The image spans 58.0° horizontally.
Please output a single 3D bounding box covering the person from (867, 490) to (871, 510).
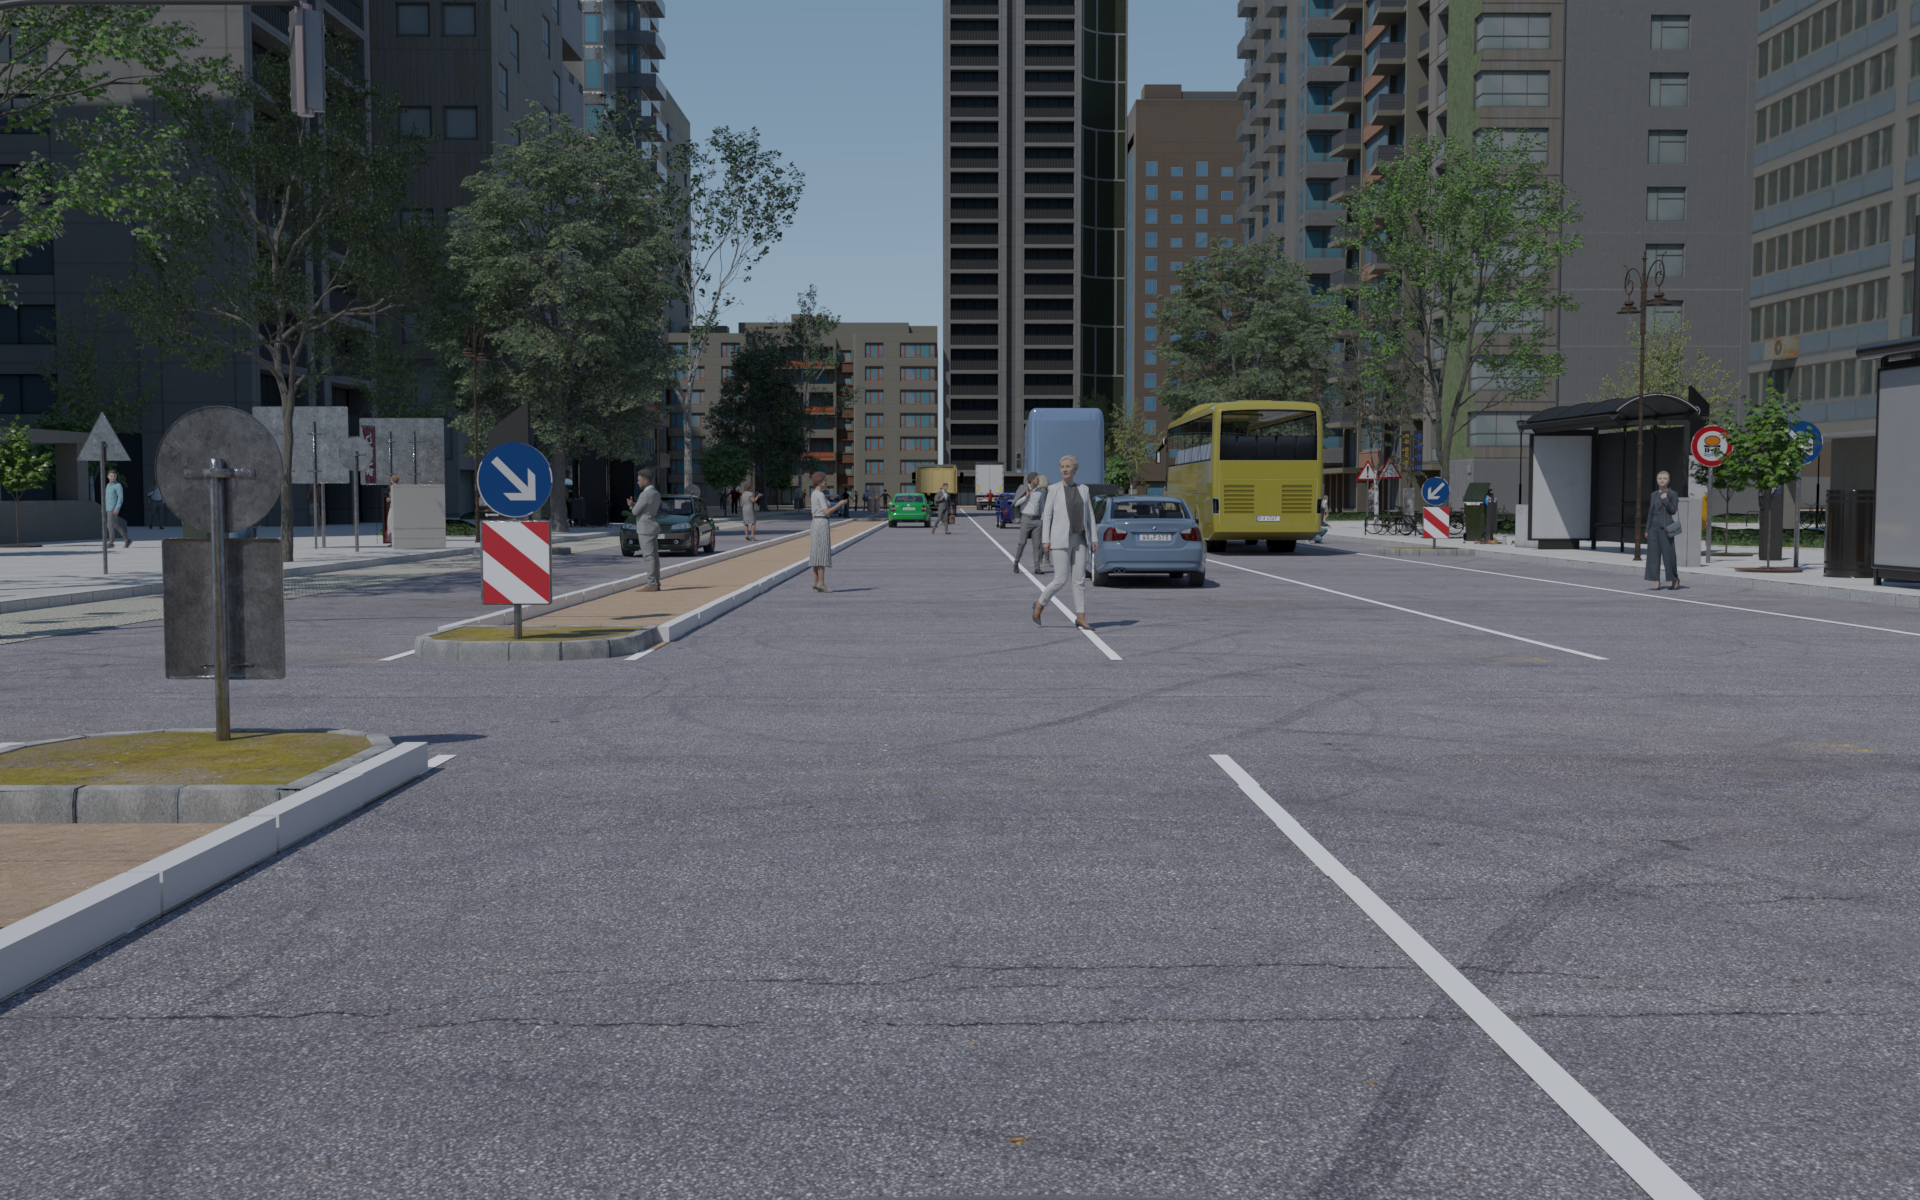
[{"bbox_3d":[-8.460,-9.290,160.400,0.705,1.823,1.348,-1,4,-18],"label":"person"}]

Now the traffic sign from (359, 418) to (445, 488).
[{"bbox_3d":[-14.930,-3.211,46.376,2.265,3.308,0.079,0,4,1],"label":"traffic sign"}]

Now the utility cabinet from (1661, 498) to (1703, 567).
[{"bbox_3d":[12.790,-1.203,30.829,0.306,1.237,1.020,-1,4,-9],"label":"utility cabinet"}]

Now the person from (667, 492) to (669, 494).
[{"bbox_3d":[-24.176,-8.265,144.371,0.628,1.438,0.799,0,4,-4],"label":"person"}]

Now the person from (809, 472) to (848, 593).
[{"bbox_3d":[-1.938,-0.985,25.172,0.524,1.755,0.480,-2,4,-25],"label":"person"}]

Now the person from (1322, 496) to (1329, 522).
[{"bbox_3d":[16.515,-4.133,78.640,0.382,1.210,0.505,-2,4,-25],"label":"person"}]

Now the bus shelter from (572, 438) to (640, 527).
[{"bbox_3d":[-14.334,-4.859,70.722,1.731,3.624,6.357,0,4,0],"label":"bus shelter"}]

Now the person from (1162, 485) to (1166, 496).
[{"bbox_3d":[12.537,-6.098,105.761,0.705,1.823,1.348,-1,4,-17],"label":"person"}]

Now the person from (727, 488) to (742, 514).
[{"bbox_3d":[-14.690,-6.535,112.851,1.348,1.831,0.705,1,4,10],"label":"person"}]

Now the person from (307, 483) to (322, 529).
[{"bbox_3d":[-23.751,-3.536,63.827,0.573,1.828,0.580,-2,4,-24],"label":"person"}]

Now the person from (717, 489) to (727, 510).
[{"bbox_3d":[-19.668,-8.318,142.845,0.445,1.727,0.742,3,5,40],"label":"person"}]

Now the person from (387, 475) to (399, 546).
[{"bbox_3d":[-13.972,-2.214,42.791,0.362,1.759,0.519,1,4,11],"label":"person"}]

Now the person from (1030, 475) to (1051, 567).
[{"bbox_3d":[1.533,-1.545,33.952,0.526,1.800,0.537,2,4,27],"label":"person"}]

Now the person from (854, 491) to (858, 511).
[{"bbox_3d":[-8.660,-8.353,145.871,0.445,1.727,0.742,-2,4,-35],"label":"person"}]

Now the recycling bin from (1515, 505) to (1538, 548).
[{"bbox_3d":[13.818,-1.770,41.499,0.722,1.027,0.722,-2,4,-30],"label":"recycling bin"}]

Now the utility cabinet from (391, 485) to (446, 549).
[{"bbox_3d":[-12.651,-1.944,40.456,1.173,1.500,0.318,-2,4,-28],"label":"utility cabinet"}]

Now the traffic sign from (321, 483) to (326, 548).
[{"bbox_3d":[-15.091,-2.502,41.016,0.768,2.556,0.104,0,4,2],"label":"traffic sign"}]

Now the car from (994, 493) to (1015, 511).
[{"bbox_3d":[3.287,-6.692,119.008,1.945,1.707,3.694,0,4,1],"label":"car"}]

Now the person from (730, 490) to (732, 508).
[{"bbox_3d":[-21.567,-9.645,164.554,0.721,1.723,1.217,0,4,0],"label":"person"}]

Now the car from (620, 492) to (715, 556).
[{"bbox_3d":[-6.888,-1.909,41.006,2.009,1.686,4.222,0,4,1],"label":"car"}]

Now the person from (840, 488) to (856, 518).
[{"bbox_3d":[-6.765,-5.809,103.491,1.348,1.822,0.705,3,5,44],"label":"person"}]

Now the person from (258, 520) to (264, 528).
[{"bbox_3d":[-26.420,-3.552,64.870,0.466,1.731,0.760,1,4,23],"label":"person"}]

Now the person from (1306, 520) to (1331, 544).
[{"bbox_3d":[10.415,-2.212,50.166,0.738,1.151,1.012,3,5,40],"label":"person"}]

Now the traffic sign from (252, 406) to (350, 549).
[{"bbox_3d":[-15.316,-2.837,40.257,2.265,3.308,0.079,0,4,3],"label":"traffic sign"}]

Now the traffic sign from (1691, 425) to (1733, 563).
[{"bbox_3d":[13.911,-1.958,32.126,0.768,2.556,0.104,0,4,2],"label":"traffic sign"}]

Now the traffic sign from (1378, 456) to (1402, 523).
[{"bbox_3d":[14.833,-3.664,59.907,0.884,2.594,0.081,0,4,5],"label":"traffic sign"}]

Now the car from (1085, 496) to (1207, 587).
[{"bbox_3d":[2.937,-0.986,28.117,2.014,1.417,4.499,0,4,1],"label":"car"}]

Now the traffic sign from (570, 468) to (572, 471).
[{"bbox_3d":[-16.508,-4.573,74.881,0.768,2.556,0.104,0,4,3],"label":"traffic sign"}]

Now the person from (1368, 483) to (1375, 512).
[{"bbox_3d":[20.273,-4.847,85.383,0.616,1.811,0.778,-3,5,-40],"label":"person"}]

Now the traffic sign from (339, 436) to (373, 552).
[{"bbox_3d":[-13.371,-2.338,38.337,0.768,2.556,0.104,0,4,2],"label":"traffic sign"}]

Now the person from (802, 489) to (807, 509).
[{"bbox_3d":[-13.848,-8.934,152.940,0.721,1.723,1.217,-3,4,-38],"label":"person"}]

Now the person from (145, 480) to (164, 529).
[{"bbox_3d":[-29.314,-3.483,63.096,0.850,1.850,0.679,3,5,40],"label":"person"}]

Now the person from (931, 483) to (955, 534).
[{"bbox_3d":[-0.600,-3.251,61.625,0.622,1.834,0.822,-3,5,-42],"label":"person"}]

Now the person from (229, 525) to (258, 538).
[{"bbox_3d":[-10.357,-0.986,25.213,0.643,1.750,0.593,0,4,3],"label":"person"}]

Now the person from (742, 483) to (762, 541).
[{"bbox_3d":[-6.357,-2.713,53.215,0.716,1.782,0.532,3,5,44],"label":"person"}]

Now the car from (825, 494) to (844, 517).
[{"bbox_3d":[-8.376,-6.078,111.373,2.014,1.417,4.499,0,4,-2],"label":"car"}]

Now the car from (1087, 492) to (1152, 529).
[{"bbox_3d":[3.118,-1.435,33.242,2.009,1.686,4.222,0,4,0],"label":"car"}]

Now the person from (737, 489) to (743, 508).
[{"bbox_3d":[-20.110,-9.192,157.162,1.217,1.723,0.721,0,4,-7],"label":"person"}]

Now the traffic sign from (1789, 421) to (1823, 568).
[{"bbox_3d":[14.611,-1.840,30.194,0.768,2.556,0.104,0,3,0],"label":"traffic sign"}]

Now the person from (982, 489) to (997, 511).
[{"bbox_3d":[2.556,-8.466,146.858,1.348,1.831,0.705,1,4,13],"label":"person"}]

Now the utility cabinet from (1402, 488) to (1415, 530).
[{"bbox_3d":[15.753,-3.193,60.892,0.318,1.500,1.173,1,4,10],"label":"utility cabinet"}]

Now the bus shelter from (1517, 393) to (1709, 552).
[{"bbox_3d":[13.935,-2.661,37.436,2.014,3.302,5.546,0,4,0],"label":"bus shelter"}]

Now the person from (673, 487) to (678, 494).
[{"bbox_3d":[-23.294,-8.324,142.070,0.705,1.831,1.348,1,4,17],"label":"person"}]

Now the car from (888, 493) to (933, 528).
[{"bbox_3d":[-2.158,-4.056,75.109,1.959,1.807,4.718,0,4,0],"label":"car"}]

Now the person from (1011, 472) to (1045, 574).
[{"bbox_3d":[1.216,-1.375,31.078,0.679,1.850,0.850,-2,4,-30],"label":"person"}]

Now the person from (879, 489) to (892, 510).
[{"bbox_3d":[-6.606,-8.840,152.671,1.348,1.869,0.705,-2,4,-26],"label":"person"}]

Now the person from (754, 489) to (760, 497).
[{"bbox_3d":[-18.655,-9.466,161.540,1.217,1.735,0.721,1,4,9],"label":"person"}]

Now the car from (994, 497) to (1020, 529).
[{"bbox_3d":[2.442,-3.696,73.007,1.945,1.354,3.894,0,4,-2],"label":"car"}]

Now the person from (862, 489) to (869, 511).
[{"bbox_3d":[-8.146,-8.681,150.308,0.709,1.838,0.599,0,4,-6],"label":"person"}]

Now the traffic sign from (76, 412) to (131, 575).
[{"bbox_3d":[-13.624,-1.685,27.548,0.884,2.594,0.081,0,4,3],"label":"traffic sign"}]

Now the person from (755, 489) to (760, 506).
[{"bbox_3d":[-16.677,-8.354,143.416,0.721,1.735,1.217,1,4,16],"label":"person"}]

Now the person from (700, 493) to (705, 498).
[{"bbox_3d":[-23.381,-9.123,155.922,0.721,1.743,1.217,2,4,30],"label":"person"}]

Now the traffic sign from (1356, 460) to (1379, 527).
[{"bbox_3d":[15.629,-4.063,66.441,0.884,2.594,0.081,0,4,6],"label":"traffic sign"}]

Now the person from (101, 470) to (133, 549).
[{"bbox_3d":[-19.909,-2.139,40.884,0.748,1.841,0.638,-3,5,-41],"label":"person"}]

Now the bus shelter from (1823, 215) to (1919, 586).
[{"bbox_3d":[13.607,-2.754,22.665,2.179,5.291,8.768,0,4,-1],"label":"bus shelter"}]
